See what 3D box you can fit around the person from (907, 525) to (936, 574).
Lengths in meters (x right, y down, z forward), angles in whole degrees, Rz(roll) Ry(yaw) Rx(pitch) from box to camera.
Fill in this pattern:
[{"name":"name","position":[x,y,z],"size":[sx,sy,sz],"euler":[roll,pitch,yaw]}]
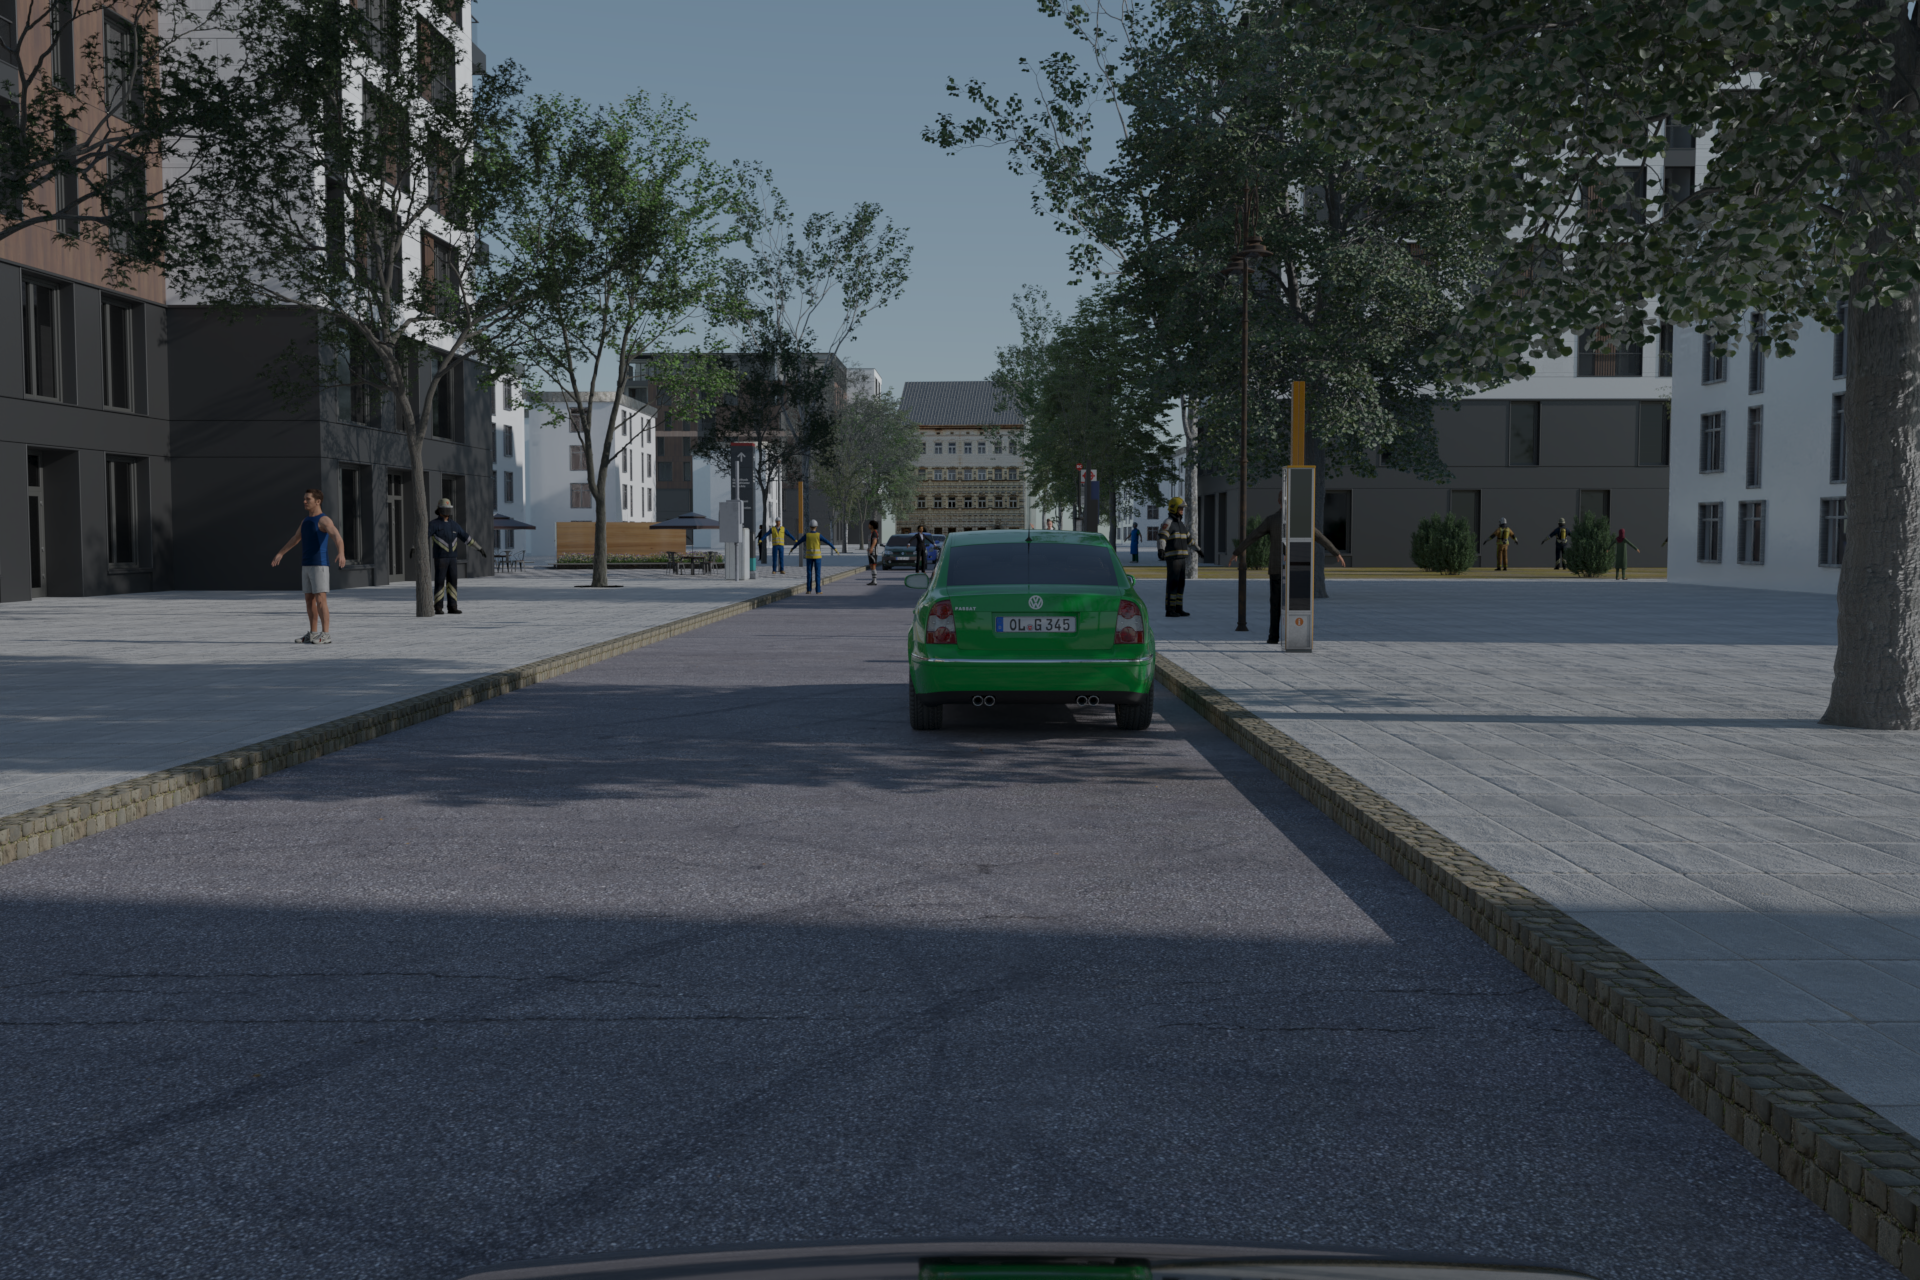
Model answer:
[{"name":"person","position":[-1.362,-3.205,61.583],"size":[1.216,1.740,0.721],"euler":[-2,4,-30]}]

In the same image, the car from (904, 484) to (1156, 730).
[{"name":"car","position":[0.509,-0.320,14.028],"size":[1.959,1.807,4.718],"euler":[0,4,0]}]

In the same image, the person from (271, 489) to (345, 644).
[{"name":"person","position":[-7.569,-0.862,20.267],"size":[1.345,1.807,0.704],"euler":[2,4,35]}]

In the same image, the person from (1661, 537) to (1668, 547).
[{"name":"person","position":[20.633,-2.675,49.875],"size":[0.704,1.812,1.346],"euler":[0,4,-6]}]

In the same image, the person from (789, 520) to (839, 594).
[{"name":"person","position":[-3.496,-1.988,41.430],"size":[1.216,1.772,0.721],"euler":[0,4,1]}]

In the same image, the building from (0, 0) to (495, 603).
[{"name":"building","position":[-28.308,-11.769,36.392],"size":[27.936,21.610,32.646],"euler":[0,4,0]}]

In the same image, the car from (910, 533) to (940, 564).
[{"name":"car","position":[-1.946,-4.557,84.102],"size":[1.945,1.707,3.694],"euler":[0,4,0]}]

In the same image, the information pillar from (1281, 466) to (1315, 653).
[{"name":"information pillar","position":[3.662,-0.874,18.782],"size":[0.304,2.012,0.304],"euler":[0,4,1]}]

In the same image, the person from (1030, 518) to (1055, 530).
[{"name":"person","position":[2.381,-2.588,49.164],"size":[0.742,1.727,0.445],"euler":[-1,4,-14]}]

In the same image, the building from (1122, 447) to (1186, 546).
[{"name":"building","position":[22.451,-14.559,180.183],"size":[9.099,9.664,28.070],"euler":[0,4,1]}]

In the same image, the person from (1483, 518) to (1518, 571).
[{"name":"person","position":[18.951,-3.352,60.577],"size":[1.354,1.858,0.705],"euler":[-1,4,-15]}]

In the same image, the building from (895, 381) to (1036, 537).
[{"name":"building","position":[1.122,-25.294,246.948],"size":[18.063,23.208,19.493],"euler":[0,4,7]}]

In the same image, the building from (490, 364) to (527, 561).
[{"name":"building","position":[-26.153,-8.817,86.303],"size":[9.099,9.664,28.070],"euler":[0,4,1]}]

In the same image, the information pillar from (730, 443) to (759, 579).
[{"name":"information pillar","position":[-6.170,-3.668,49.350],"size":[0.750,3.857,0.750],"euler":[0,4,0]}]

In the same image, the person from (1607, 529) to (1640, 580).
[{"name":"person","position":[18.569,-2.405,48.541],"size":[0.599,1.438,0.989],"euler":[-3,4,-38]}]

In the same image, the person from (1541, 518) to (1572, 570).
[{"name":"person","position":[21.606,-3.454,62.260],"size":[1.354,1.856,0.705],"euler":[0,4,3]}]

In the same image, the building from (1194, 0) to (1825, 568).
[{"name":"building","position":[24.628,-14.531,81.551],"size":[27.936,21.610,32.646],"euler":[0,4,0]}]

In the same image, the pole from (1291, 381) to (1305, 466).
[{"name":"pole","position":[4.524,-1.800,23.275],"size":[0.158,3.312,0.155],"euler":[0,3,0]}]

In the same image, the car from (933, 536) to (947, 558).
[{"name":"car","position":[0.150,-2.758,54.874],"size":[2.009,1.686,4.222],"euler":[0,4,0]}]

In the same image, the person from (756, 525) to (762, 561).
[{"name":"person","position":[-9.682,-4.706,83.672],"size":[0.721,1.740,1.216],"euler":[1,4,17]}]

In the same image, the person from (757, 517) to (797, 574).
[{"name":"person","position":[-5.859,-3.047,55.787],"size":[1.349,1.833,0.705],"euler":[-1,4,-13]}]

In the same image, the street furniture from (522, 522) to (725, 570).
[{"name":"street furniture","position":[-11.755,-3.575,65.309],"size":[11.010,1.723,9.812],"euler":[-1,4,-14]}]

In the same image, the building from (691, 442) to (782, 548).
[{"name":"building","position":[-22.045,-14.024,171.444],"size":[9.099,9.664,28.070],"euler":[0,3,0]}]

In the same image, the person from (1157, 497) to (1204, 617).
[{"name":"person","position":[3.365,-1.287,26.807],"size":[0.704,1.858,1.351],"euler":[3,4,36]}]

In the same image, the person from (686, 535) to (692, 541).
[{"name":"person","position":[-12.994,-4.489,79.661],"size":[1.348,1.796,0.705],"euler":[-2,4,-24]}]

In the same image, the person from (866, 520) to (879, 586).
[{"name":"person","position":[-2.456,-2.429,48.318],"size":[0.704,1.843,1.345],"euler":[0,4,-6]}]

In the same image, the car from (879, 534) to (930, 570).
[{"name":"car","position":[-2.207,-3.663,69.676],"size":[2.009,1.686,4.222],"euler":[0,4,1]}]

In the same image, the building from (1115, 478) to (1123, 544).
[{"name":"building","position":[24.664,-16.801,216.841],"size":[9.099,9.664,28.070],"euler":[0,4,0]}]

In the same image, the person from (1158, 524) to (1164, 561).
[{"name":"person","position":[9.690,-4.696,83.006],"size":[0.704,1.802,1.346],"euler":[0,4,0]}]

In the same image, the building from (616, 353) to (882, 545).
[{"name":"building","position":[-24.465,-22.474,211.417],"size":[27.936,21.610,32.646],"euler":[0,4,1]}]

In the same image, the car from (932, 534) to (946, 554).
[{"name":"car","position":[-1.568,-6.000,110.097],"size":[2.014,1.417,4.499],"euler":[0,4,0]}]

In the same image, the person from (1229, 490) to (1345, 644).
[{"name":"person","position":[3.805,-0.859,20.229],"size":[1.348,1.807,0.705],"euler":[1,4,15]}]

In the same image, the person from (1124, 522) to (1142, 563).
[{"name":"person","position":[7.755,-4.339,77.070],"size":[0.704,1.817,1.347],"euler":[-2,4,-29]}]

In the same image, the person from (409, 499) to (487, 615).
[{"name":"person","position":[-8.214,-1.334,27.680],"size":[0.704,1.845,1.351],"euler":[3,5,43]}]

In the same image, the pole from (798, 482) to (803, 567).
[{"name":"pole","position":[-6.208,-4.508,67.543],"size":[0.158,3.312,0.155],"euler":[0,3,0]}]
